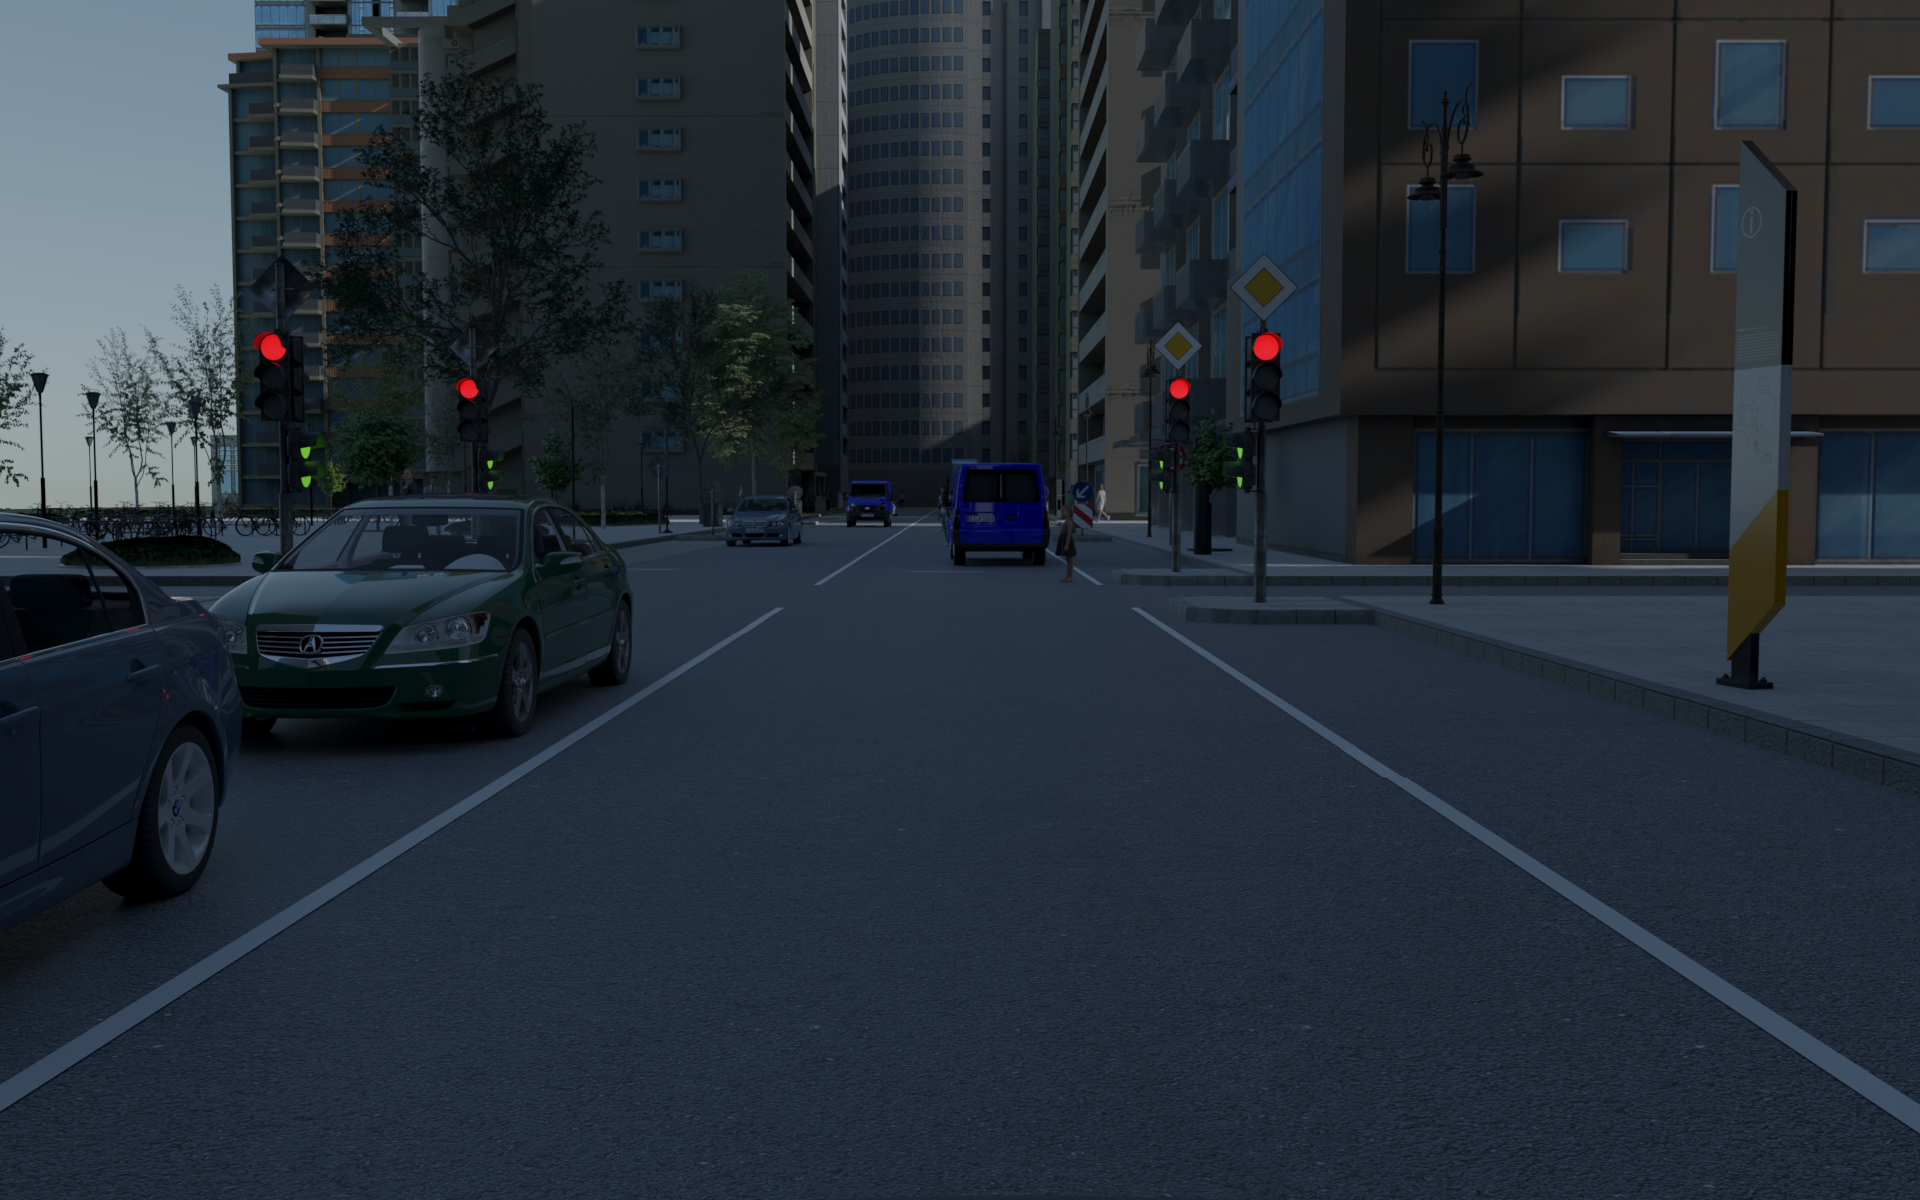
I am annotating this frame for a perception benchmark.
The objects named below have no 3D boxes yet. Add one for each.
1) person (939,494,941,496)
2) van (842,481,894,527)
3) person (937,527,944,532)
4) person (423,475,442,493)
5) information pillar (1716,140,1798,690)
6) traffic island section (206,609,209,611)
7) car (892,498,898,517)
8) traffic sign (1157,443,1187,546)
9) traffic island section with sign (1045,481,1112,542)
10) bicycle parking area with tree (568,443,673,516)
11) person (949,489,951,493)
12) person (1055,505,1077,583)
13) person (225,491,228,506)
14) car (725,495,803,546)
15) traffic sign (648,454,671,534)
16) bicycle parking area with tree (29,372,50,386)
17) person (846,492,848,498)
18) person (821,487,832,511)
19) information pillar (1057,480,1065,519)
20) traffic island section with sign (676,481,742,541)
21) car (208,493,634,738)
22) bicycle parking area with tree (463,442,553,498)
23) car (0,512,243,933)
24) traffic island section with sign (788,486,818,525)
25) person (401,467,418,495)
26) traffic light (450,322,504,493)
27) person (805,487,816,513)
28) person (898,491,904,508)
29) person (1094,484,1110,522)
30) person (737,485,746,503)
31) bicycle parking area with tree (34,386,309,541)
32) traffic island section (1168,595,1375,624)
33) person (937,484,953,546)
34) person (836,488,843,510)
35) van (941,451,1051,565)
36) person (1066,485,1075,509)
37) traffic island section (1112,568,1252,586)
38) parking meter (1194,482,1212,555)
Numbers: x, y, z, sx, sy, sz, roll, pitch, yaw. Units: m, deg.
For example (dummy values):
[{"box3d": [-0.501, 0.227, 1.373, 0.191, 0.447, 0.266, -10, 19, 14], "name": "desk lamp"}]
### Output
[{"box3d": [-1.477, -7.922, 139.499, 0.415, 1.643, 0.593, 2, 4, 32], "name": "person"}, {"box3d": [-4.004, -4.427, 76.770, 2.240, 2.365, 5.245, 0, 4, -1], "name": "van"}, {"box3d": [-0.501, -3.477, 66.106, 0.760, 1.731, 0.466, -1, 4, -21], "name": "person"}, {"box3d": [-14.478, -2.530, 47.584, 0.511, 1.800, 0.466, -2, 4, -26], "name": "person"}, {"box3d": [5.239, -1.222, 11.340, 0.183, 3.616, 0.504, -1, 4, -12], "name": "information pillar"}, {"box3d": [-7.973, 0.109, 20.502, 2.009, 0.180, 2.903, 0, 3, 0], "name": "traffic island section"}, {"box3d": [-4.933, -6.080, 111.407, 2.014, 1.417, 4.499, 0, 4, 1], "name": "car"}, {"box3d": [5.254, -2.627, 43.058, 0.768, 2.556, 0.104, 0, 4, 0], "name": "traffic sign"}, {"box3d": [3.595, -2.718, 53.073, 1.989, 1.847, 2.006, 0, 3, 0], "name": "traffic island section with sign"}, {"box3d": [-20.647, -6.793, 98.069, 8.231, 4.147, 9.016, 1, 4, 17], "name": "bicycle parking area with tree"}, {"box3d": [-0.657, -6.613, 117.070, 0.568, 1.767, 0.683, 1, 4, 18], "name": "person"}, {"box3d": [1.707, -0.907, 28.005, 0.373, 1.253, 0.362, 0, 4, -7], "name": "person"}, {"box3d": [-78.055, -10.687, 184.176, 0.436, 1.711, 0.756, -2, 4, -24], "name": "person"}, {"box3d": [-5.493, -2.262, 48.988, 2.014, 1.417, 4.499, 0, 4, 2], "name": "car"}, {"box3d": [-9.630, -3.387, 55.485, 0.768, 2.556, 0.104, 0, 4, 7], "name": "traffic sign"}, {"box3d": [-24.093, -3.368, 42.063, 8.231, 4.147, 9.016, 2, 4, 34], "name": "bicycle parking area with tree"}, {"box3d": [-9.708, -8.727, 151.914, 0.799, 1.438, 0.628, 1, 4, 12], "name": "person"}, {"box3d": [-10.087, -7.684, 131.767, 0.705, 1.812, 1.348, -3, 5, -40], "name": "person"}, {"box3d": [5.120, -5.095, 87.788, 0.304, 2.012, 0.304, 3, 5, 41], "name": "information pillar"}, {"box3d": [-7.622, -2.738, 53.401, 1.989, 1.847, 2.006, 0, 3, 0], "name": "traffic island section with sign"}, {"box3d": [-3.459, 0.005, 11.717, 2.131, 1.459, 4.920, 0, 4, 1], "name": "car"}, {"box3d": [-24.607, -5.667, 79.660, 9.016, 4.147, 8.231, 3, 5, 43], "name": "bicycle parking area with tree"}, {"box3d": [-3.598, 0.433, 4.920, 2.014, 1.417, 4.499, 0, 4, -1], "name": "car"}, {"box3d": [-7.608, -4.387, 80.356, 1.989, 1.847, 2.006, 0, 3, 0], "name": "traffic island section with sign"}, {"box3d": [-10.134, -1.566, 32.065, 0.576, 1.772, 0.534, 3, 4, 37], "name": "person"}, {"box3d": [-7.928, -2.412, 28.353, 0.839, 4.253, 0.868, 0, 3, 0], "name": "traffic light"}, {"box3d": [-9.924, -6.649, 115.307, 0.434, 1.755, 0.990, 3, 5, 42], "name": "person"}, {"box3d": [-6.037, -10.337, 178.301, 0.721, 1.735, 1.217, -2, 4, -32], "name": "person"}, {"box3d": [6.470, -4.407, 78.845, 0.760, 1.731, 0.466, 1, 4, 18], "name": "person"}, {"box3d": [-12.472, -5.641, 98.664, 0.834, 1.777, 0.661, -3, 4, -37], "name": "person"}, {"box3d": [-23.888, -3.929, 51.247, 9.016, 4.147, 8.231, 1, 4, 20], "name": "bicycle parking area with tree"}, {"box3d": [3.568, 0.110, 20.489, 2.009, 0.180, 2.903, 0, 3, 0], "name": "traffic island section"}, {"box3d": [-0.353, -2.347, 47.717, 0.563, 1.720, 0.643, 3, 5, 40], "name": "person"}, {"box3d": [-9.625, -8.093, 139.037, 0.621, 1.740, 0.551, 2, 4, 31], "name": "person"}, {"box3d": [0.750, -1.963, 36.487, 2.240, 2.365, 5.245, 0, 4, -1], "name": "van"}, {"box3d": [6.120, -5.407, 94.690, 0.529, 1.795, 0.600, -1, 4, -20], "name": "person"}, {"box3d": [3.574, -0.379, 28.474, 2.009, 0.180, 2.903, 0, 3, 0], "name": "traffic island section"}, {"box3d": [5.143, -1.728, 36.659, 0.372, 1.533, 0.369, 0, 3, 0], "name": "parking meter"}]
